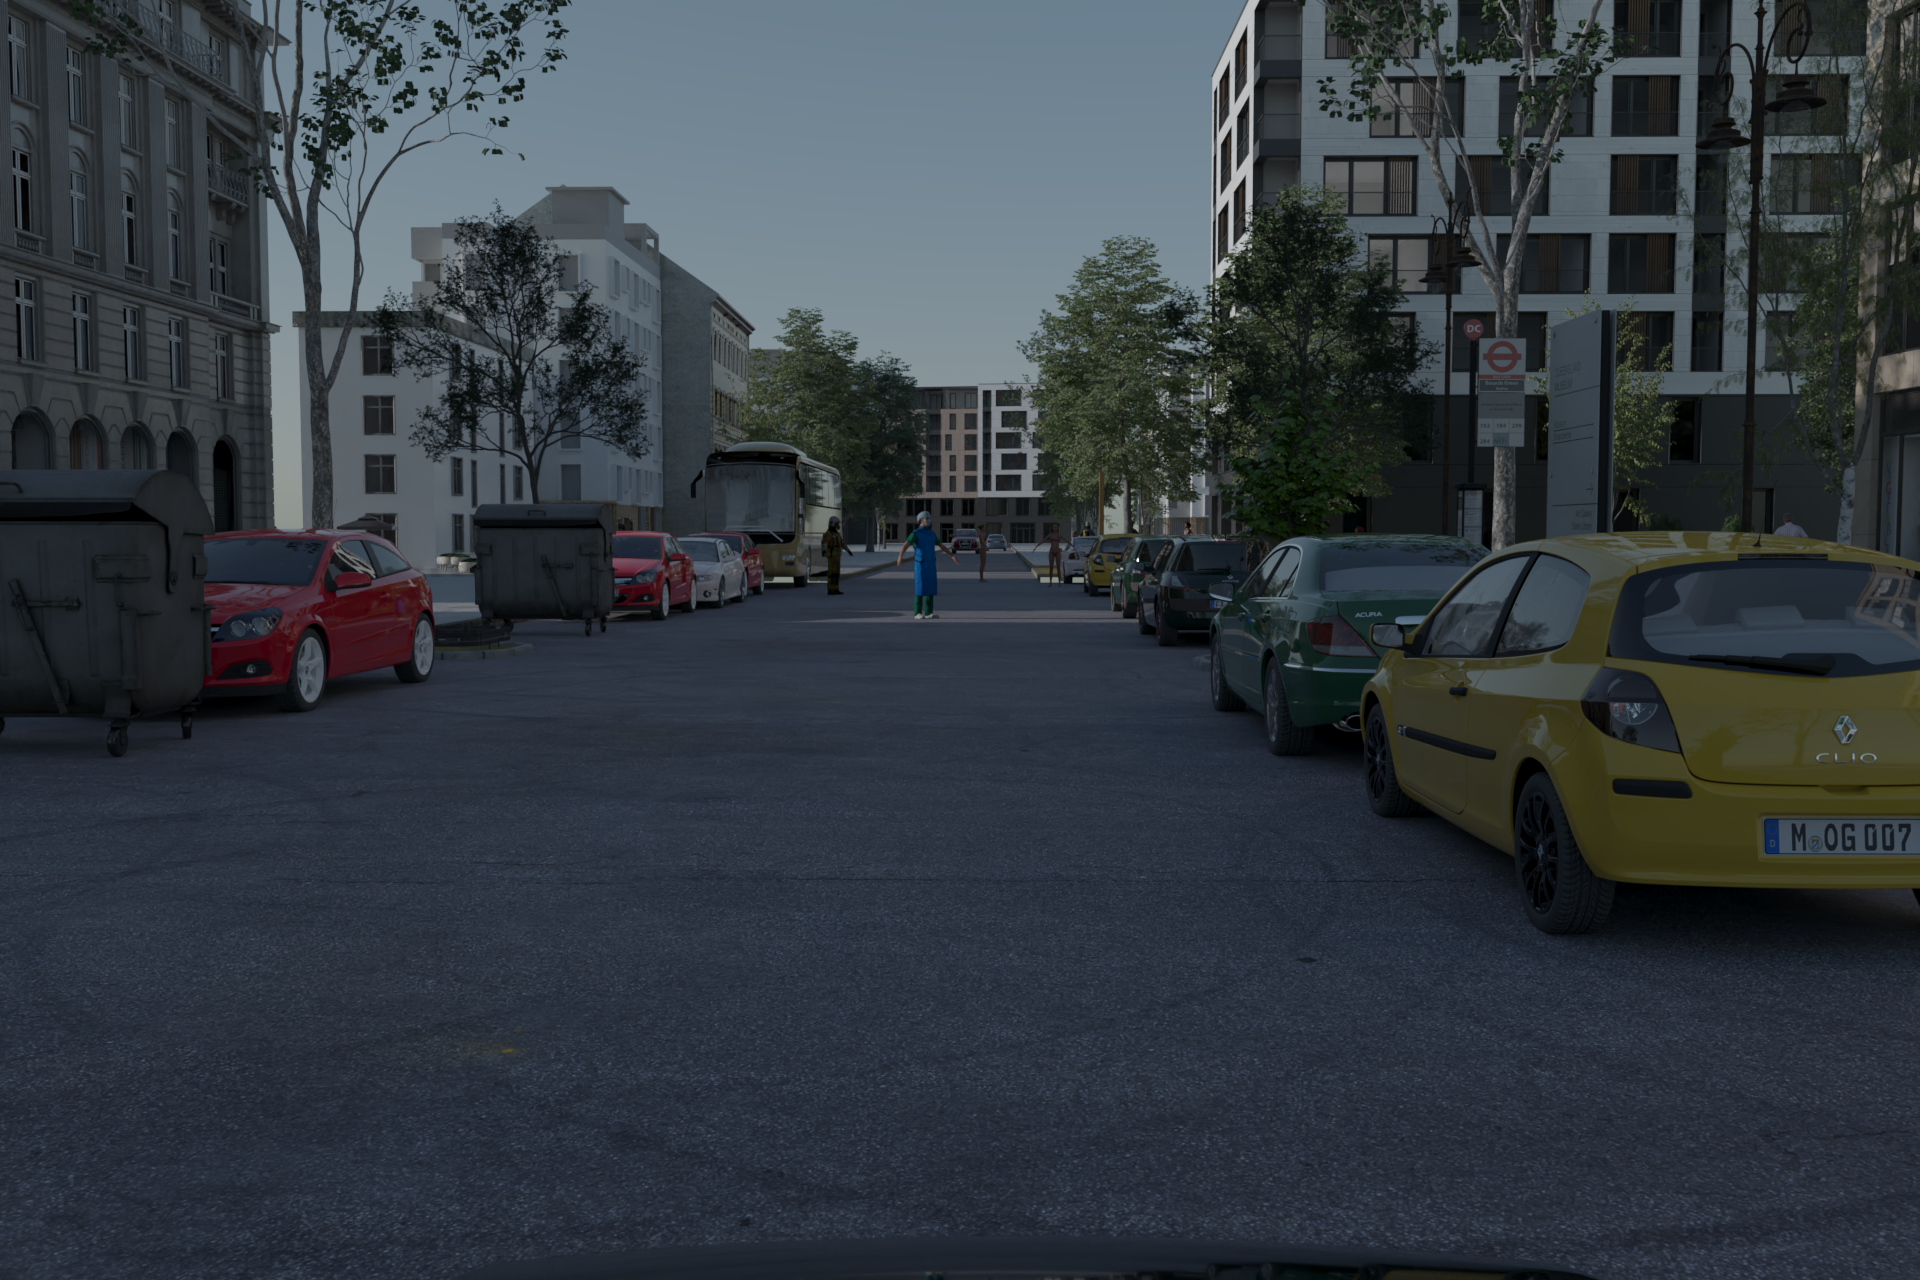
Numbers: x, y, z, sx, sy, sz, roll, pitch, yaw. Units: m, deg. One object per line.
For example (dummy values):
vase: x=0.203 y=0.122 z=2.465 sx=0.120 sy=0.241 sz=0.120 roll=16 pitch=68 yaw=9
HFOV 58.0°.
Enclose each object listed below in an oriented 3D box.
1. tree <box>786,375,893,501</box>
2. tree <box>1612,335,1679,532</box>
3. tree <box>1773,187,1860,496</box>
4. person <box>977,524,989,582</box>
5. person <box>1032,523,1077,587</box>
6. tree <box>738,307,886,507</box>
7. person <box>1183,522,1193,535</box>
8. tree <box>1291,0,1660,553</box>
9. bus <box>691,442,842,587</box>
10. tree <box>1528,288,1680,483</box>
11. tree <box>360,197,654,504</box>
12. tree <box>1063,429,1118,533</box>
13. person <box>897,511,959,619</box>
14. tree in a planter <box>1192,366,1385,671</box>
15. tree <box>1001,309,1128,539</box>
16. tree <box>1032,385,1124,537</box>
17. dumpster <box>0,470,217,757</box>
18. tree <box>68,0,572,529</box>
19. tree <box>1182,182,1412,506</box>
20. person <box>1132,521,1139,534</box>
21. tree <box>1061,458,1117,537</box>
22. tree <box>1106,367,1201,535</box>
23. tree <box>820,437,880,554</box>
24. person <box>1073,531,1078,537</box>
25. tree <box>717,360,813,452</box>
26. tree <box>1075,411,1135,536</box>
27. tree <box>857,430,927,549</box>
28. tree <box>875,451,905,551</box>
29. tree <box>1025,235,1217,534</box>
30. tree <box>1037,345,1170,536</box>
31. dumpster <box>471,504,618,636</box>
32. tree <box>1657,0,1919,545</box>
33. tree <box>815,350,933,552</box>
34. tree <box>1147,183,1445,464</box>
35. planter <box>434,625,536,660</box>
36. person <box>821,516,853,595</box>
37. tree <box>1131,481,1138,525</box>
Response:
tree: x=-7.302 y=-10.052 z=98.766 sx=7.601 sy=10.594 sz=8.767 roll=-1 pitch=4 yaw=-23
tree: x=22.808 y=-6.730 z=60.398 sx=4.737 sy=8.622 sz=4.395 roll=0 pitch=3 yaw=0
tree: x=29.642 y=-8.900 z=52.165 sx=9.857 sy=13.997 sz=8.962 roll=0 pitch=3 yaw=0
person: x=0.762 y=-2.624 z=52.166 sx=0.721 sy=1.733 sz=1.217 roll=0 pitch=4 yaw=-4
person: x=2.564 y=-2.300 z=46.863 sx=1.217 sy=1.733 sz=0.721 roll=1 pitch=4 yaw=10
tree: x=-7.527 y=-10.342 z=87.221 sx=7.486 sy=12.596 sz=7.792 roll=0 pitch=3 yaw=0
person: x=10.189 y=-4.387 z=77.867 sx=0.704 sy=1.843 sz=1.345 roll=-1 pitch=4 yaw=-23
tree: x=8.832 y=-10.763 z=31.857 sx=12.611 sy=20.169 sz=13.585 roll=0 pitch=3 yaw=0
bus: x=-5.223 y=-3.566 z=49.847 sx=2.896 sy=3.916 sz=12.252 roll=0 pitch=4 yaw=1
tree: x=19.486 y=-6.265 z=52.790 sx=4.737 sy=8.622 sz=4.395 roll=0 pitch=3 yaw=0
tree: x=-11.928 y=-6.965 z=48.287 sx=7.601 sy=10.594 sz=8.767 roll=2 pitch=4 yaw=30
tree: x=8.687 y=-9.840 z=111.245 sx=4.360 sy=8.622 sz=3.978 roll=0 pitch=3 yaw=0
person: x=-0.579 y=-1.272 z=29.373 sx=1.347 sy=1.817 sz=0.704 roll=-3 pitch=5 yaw=-42
tree in a planter: x=3.539 y=-1.303 z=18.520 sx=1.991 sy=3.239 sz=1.994 roll=0 pitch=4 yaw=1
tree: x=9.228 y=-17.683 z=145.009 sx=12.611 sy=20.169 sz=13.585 roll=0 pitch=3 yaw=0
tree: x=8.814 y=-12.646 z=124.886 sx=7.486 sy=12.596 sz=7.792 roll=0 pitch=3 yaw=0
dumpster: x=-6.115 y=-0.205 z=11.575 sx=1.865 sy=1.857 sz=1.264 roll=0 pitch=4 yaw=1
tree: x=-12.894 y=-10.729 z=31.314 sx=12.611 sy=20.169 sz=13.585 roll=0 pitch=3 yaw=0
tree: x=10.974 y=-8.484 z=56.840 sx=7.486 sy=12.596 sz=7.792 roll=0 pitch=3 yaw=0
person: x=7.413 y=-4.208 z=74.728 sx=1.347 sy=1.837 sz=0.705 roll=2 pitch=4 yaw=31
tree: x=8.022 y=-10.170 z=116.640 sx=4.360 sy=8.622 sz=3.978 roll=0 pitch=3 yaw=0
tree: x=7.715 y=-7.603 z=74.675 sx=4.360 sy=8.622 sz=3.978 roll=0 pitch=3 yaw=0
tree: x=-7.644 y=-9.742 z=109.642 sx=4.360 sy=8.622 sz=3.978 roll=0 pitch=3 yaw=0
person: x=5.960 y=-4.821 z=88.083 sx=0.599 sy=1.433 sz=0.991 roll=-1 pitch=4 yaw=-17
tree: x=-8.169 y=-7.487 z=72.770 sx=4.737 sy=8.622 sz=4.395 roll=0 pitch=3 yaw=0
tree: x=7.645 y=-9.152 z=100.006 sx=4.360 sy=8.622 sz=3.978 roll=0 pitch=3 yaw=0
tree: x=-6.540 y=-12.907 z=145.435 sx=8.767 sy=10.594 sz=7.601 roll=2 pitch=4 yaw=28
tree: x=-5.960 y=-11.106 z=131.952 sx=4.737 sy=8.622 sz=4.395 roll=0 pitch=3 yaw=0
tree: x=6.047 y=-9.083 z=66.628 sx=7.486 sy=12.596 sz=7.792 roll=0 pitch=3 yaw=0
tree: x=7.713 y=-10.233 z=93.067 sx=9.928 sy=11.665 sz=9.643 roll=0 pitch=3 yaw=0
dumpster: x=-5.902 y=-1.007 z=24.680 sx=1.865 sy=1.857 sz=1.264 roll=0 pitch=4 yaw=1
tree: x=9.682 y=-4.183 z=18.762 sx=4.360 sy=8.622 sz=3.978 roll=0 pitch=3 yaw=0
tree: x=-6.341 y=-13.134 z=121.396 sx=9.857 sy=13.997 sz=8.962 roll=0 pitch=3 yaw=0
tree: x=9.466 y=-6.822 z=45.955 sx=8.767 sy=10.594 sz=7.601 roll=-3 pitch=4 yaw=-38
planter: x=-6.188 y=0.028 z=20.687 sx=1.991 sy=0.319 sz=1.994 roll=0 pitch=4 yaw=1
person: x=-2.946 y=-1.992 z=40.793 sx=0.705 sy=1.858 sz=1.354 roll=2 pitch=4 yaw=26
tree: x=27.037 y=-20.085 z=246.515 sx=7.486 sy=12.596 sz=7.792 roll=0 pitch=3 yaw=0
